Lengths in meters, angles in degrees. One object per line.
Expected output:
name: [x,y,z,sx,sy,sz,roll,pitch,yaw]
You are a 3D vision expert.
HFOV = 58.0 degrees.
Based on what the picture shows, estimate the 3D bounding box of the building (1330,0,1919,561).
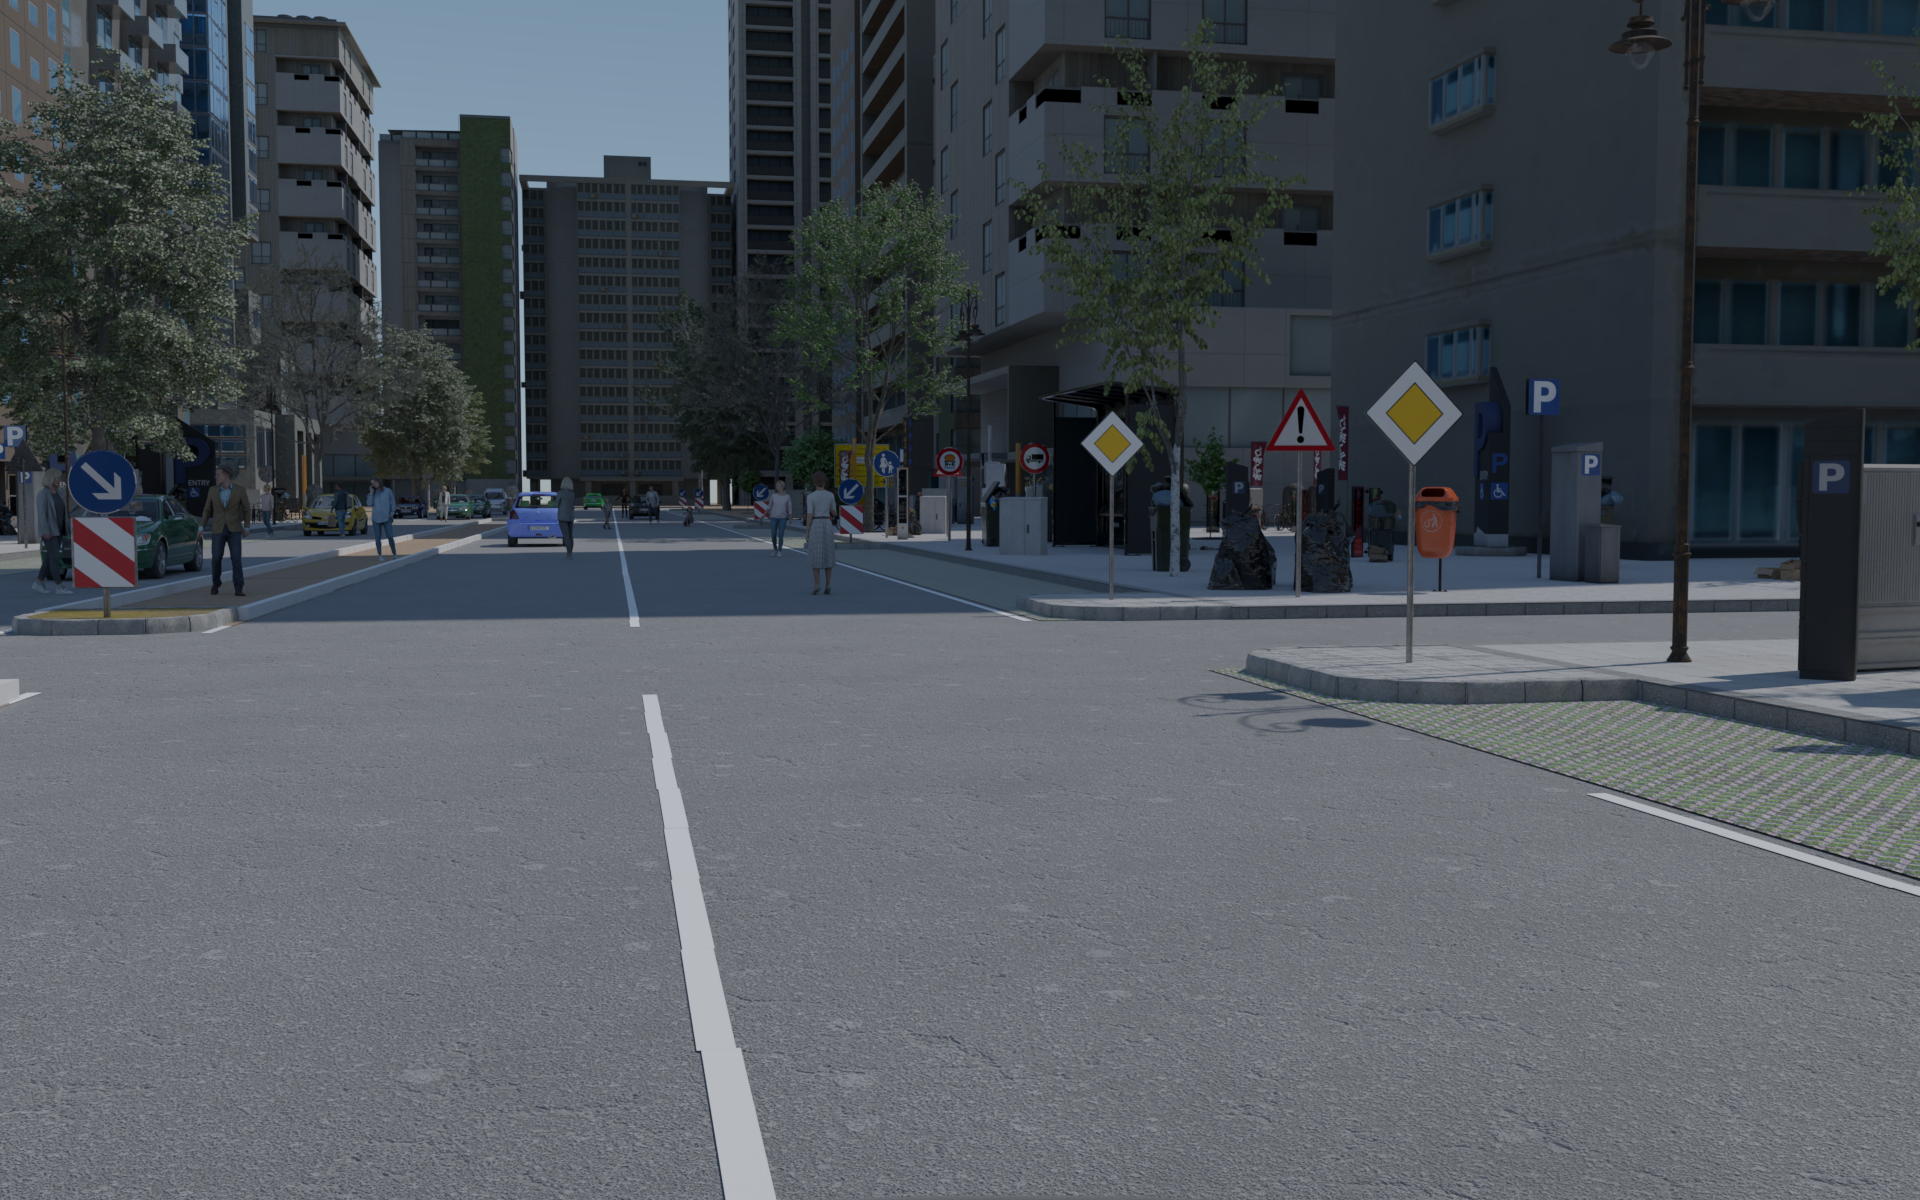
building: [21.338,-25.715,44.150,21.600,48.544,21.300,-1,4,-11]

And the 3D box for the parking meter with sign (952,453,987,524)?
parking meter with sign: [0.231,-4.736,73.699,1.738,3.016,0.543,1,4,14]

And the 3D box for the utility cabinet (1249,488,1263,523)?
utility cabinet: [10.897,-3.491,65.760,1.173,1.500,0.318,-1,4,-14]

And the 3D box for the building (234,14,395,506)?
building: [-77.512,-36.849,191.724,27.495,52.752,28.713,-1,4,-11]

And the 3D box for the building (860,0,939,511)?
building: [4.939,-30.606,124.112,21.300,48.544,21.600,-1,4,-11]

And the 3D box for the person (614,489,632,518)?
person: [-19.959,-5.742,102.911,1.217,1.766,0.721,0,4,6]

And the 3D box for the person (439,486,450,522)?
person: [-26.363,-4.901,88.501,0.514,1.842,0.818,-2,4,-28]

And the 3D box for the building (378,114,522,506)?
building: [-55.509,-30.931,189.311,14.086,41.232,14.154,-1,4,-11]

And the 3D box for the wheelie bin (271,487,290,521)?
wheelie bin: [-32.377,-4.556,82.401,0.980,1.594,0.693,-2,4,-28]

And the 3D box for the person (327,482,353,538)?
person: [-20.313,-2.947,56.670,0.794,1.824,0.713,-3,5,-42]

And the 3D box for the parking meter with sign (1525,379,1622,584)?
parking meter with sign: [9.067,-1.790,25.520,0.543,3.016,1.738,-1,4,-17]

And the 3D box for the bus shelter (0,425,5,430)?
bus shelter: [-22.624,-2.657,37.371,2.014,3.302,5.546,-1,4,-11]

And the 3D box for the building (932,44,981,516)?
building: [5.201,-20.447,106.011,14.160,30.474,14.107,-1,4,-11]

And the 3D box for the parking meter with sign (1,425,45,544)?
parking meter with sign: [-24.005,-2.971,44.837,0.543,3.016,1.738,0,4,-3]

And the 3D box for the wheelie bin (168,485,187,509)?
wheelie bin: [-25.862,-3.013,57.170,0.693,1.594,0.980,-2,4,-28]

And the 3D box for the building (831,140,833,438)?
building: [-4.734,-28.840,155.135,14.154,41.232,14.086,-1,4,-11]

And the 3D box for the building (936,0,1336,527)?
building: [14.389,-30.133,81.914,28.713,52.752,27.495,-1,4,-11]

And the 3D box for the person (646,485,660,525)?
person: [-14.442,-4.470,81.425,0.661,1.843,0.795,1,4,12]

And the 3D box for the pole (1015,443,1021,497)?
pole: [2.324,-4.606,69.157,0.158,3.312,0.155,0,3,0]

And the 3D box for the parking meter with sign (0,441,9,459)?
parking meter with sign: [-33.643,-3.885,59.787,1.738,3.016,0.543,2,4,34]

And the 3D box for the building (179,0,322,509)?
building: [-69.442,-50.405,136.801,31.000,86.520,22.319,-1,4,-11]

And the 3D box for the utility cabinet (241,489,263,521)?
utility cabinet: [-33.655,-4.486,82.033,1.173,1.500,0.318,0,3,0]

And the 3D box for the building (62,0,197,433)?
building: [-58.359,-29.399,100.284,23.786,49.044,30.456,-1,4,-11]

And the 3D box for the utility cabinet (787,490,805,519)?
utility cabinet: [-8.584,-4.953,89.656,1.173,1.500,0.318,-3,4,-36]

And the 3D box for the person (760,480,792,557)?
person: [-4.188,-1.851,39.428,0.731,1.740,0.598,0,4,-5]

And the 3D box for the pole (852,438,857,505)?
pole: [-3.831,-4.221,62.862,0.158,3.312,0.155,0,3,0]

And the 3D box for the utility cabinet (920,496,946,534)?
utility cabinet: [-0.823,-2.750,56.124,1.020,1.237,0.306,3,4,36]

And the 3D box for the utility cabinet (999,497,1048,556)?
utility cabinet: [1.328,-1.547,36.450,1.020,1.237,0.306,2,4,32]

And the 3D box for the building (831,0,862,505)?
building: [-2.663,-30.018,140.906,14.600,45.320,14.200,-1,4,-11]

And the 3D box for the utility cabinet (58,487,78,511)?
utility cabinet: [-28.372,-2.870,55.609,0.318,1.500,1.173,2,4,31]

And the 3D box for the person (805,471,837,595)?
person: [-2.002,-0.958,24.730,0.480,1.755,0.524,-2,4,-28]

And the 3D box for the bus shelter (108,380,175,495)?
bus shelter: [-29.196,-5.181,62.335,2.179,5.291,8.768,-1,4,-11]

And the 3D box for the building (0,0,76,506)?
building: [-48.577,-25.998,75.172,14.600,45.320,14.200,-1,4,-11]

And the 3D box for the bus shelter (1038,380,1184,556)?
bus shelter: [3.331,-2.922,39.051,1.731,3.624,6.357,-1,4,-11]

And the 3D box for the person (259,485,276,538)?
person: [-22.609,-2.901,56.602,0.731,1.740,0.598,1,4,20]

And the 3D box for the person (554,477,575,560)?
person: [-8.621,-1.771,37.636,0.526,1.800,0.537,3,5,40]

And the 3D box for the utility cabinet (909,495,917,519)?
utility cabinet: [-2.204,-4.755,88.899,0.306,1.237,1.020,2,4,33]

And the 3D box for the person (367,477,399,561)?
person: [-12.262,-1.717,36.844,0.793,1.790,0.793,-3,5,-41]

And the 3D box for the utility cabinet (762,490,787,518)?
utility cabinet: [-9.593,-4.893,88.673,1.173,1.500,0.318,1,4,9]

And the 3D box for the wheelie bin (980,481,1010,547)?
wheelie bin: [0.878,-2.109,42.393,0.693,1.594,0.980,-1,4,-11]

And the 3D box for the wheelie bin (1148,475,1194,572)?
wheelie bin: [3.490,-1.278,28.798,0.693,1.594,0.980,0,4,-5]

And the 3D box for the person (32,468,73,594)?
person: [-12.996,-0.991,24.879,0.728,1.800,0.709,1,4,11]

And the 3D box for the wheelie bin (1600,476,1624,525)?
wheelie bin: [11.038,-1.361,30.158,0.980,1.594,0.693,1,4,9]

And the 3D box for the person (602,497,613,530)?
person: [-14.276,-3.513,70.203,0.640,1.303,0.475,3,4,36]

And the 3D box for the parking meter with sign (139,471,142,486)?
parking meter with sign: [-27.750,-3.770,57.901,1.738,3.016,0.543,-1,4,-11]

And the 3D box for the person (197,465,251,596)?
person: [-10.318,-0.971,24.283,0.656,1.842,0.836,-3,5,-45]

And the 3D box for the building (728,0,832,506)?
building: [-15.738,-46.614,200.397,20.611,71.187,20.563,-1,4,-11]

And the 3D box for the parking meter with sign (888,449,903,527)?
parking meter with sign: [-2.422,-4.336,67.146,0.543,3.016,1.738,-1,4,-21]

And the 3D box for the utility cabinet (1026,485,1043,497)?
utility cabinet: [1.903,-2.206,44.744,0.318,1.500,1.173,0,4,-5]

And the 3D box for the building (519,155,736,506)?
building: [-38.570,-31.177,201.630,23.993,40.220,32.217,-1,4,-11]

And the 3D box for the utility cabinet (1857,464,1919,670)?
utility cabinet: [6.802,-0.244,12.673,1.173,1.500,0.318,-1,4,-22]

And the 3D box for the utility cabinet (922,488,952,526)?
utility cabinet: [-0.912,-3.645,68.273,1.173,1.500,0.318,0,3,0]
